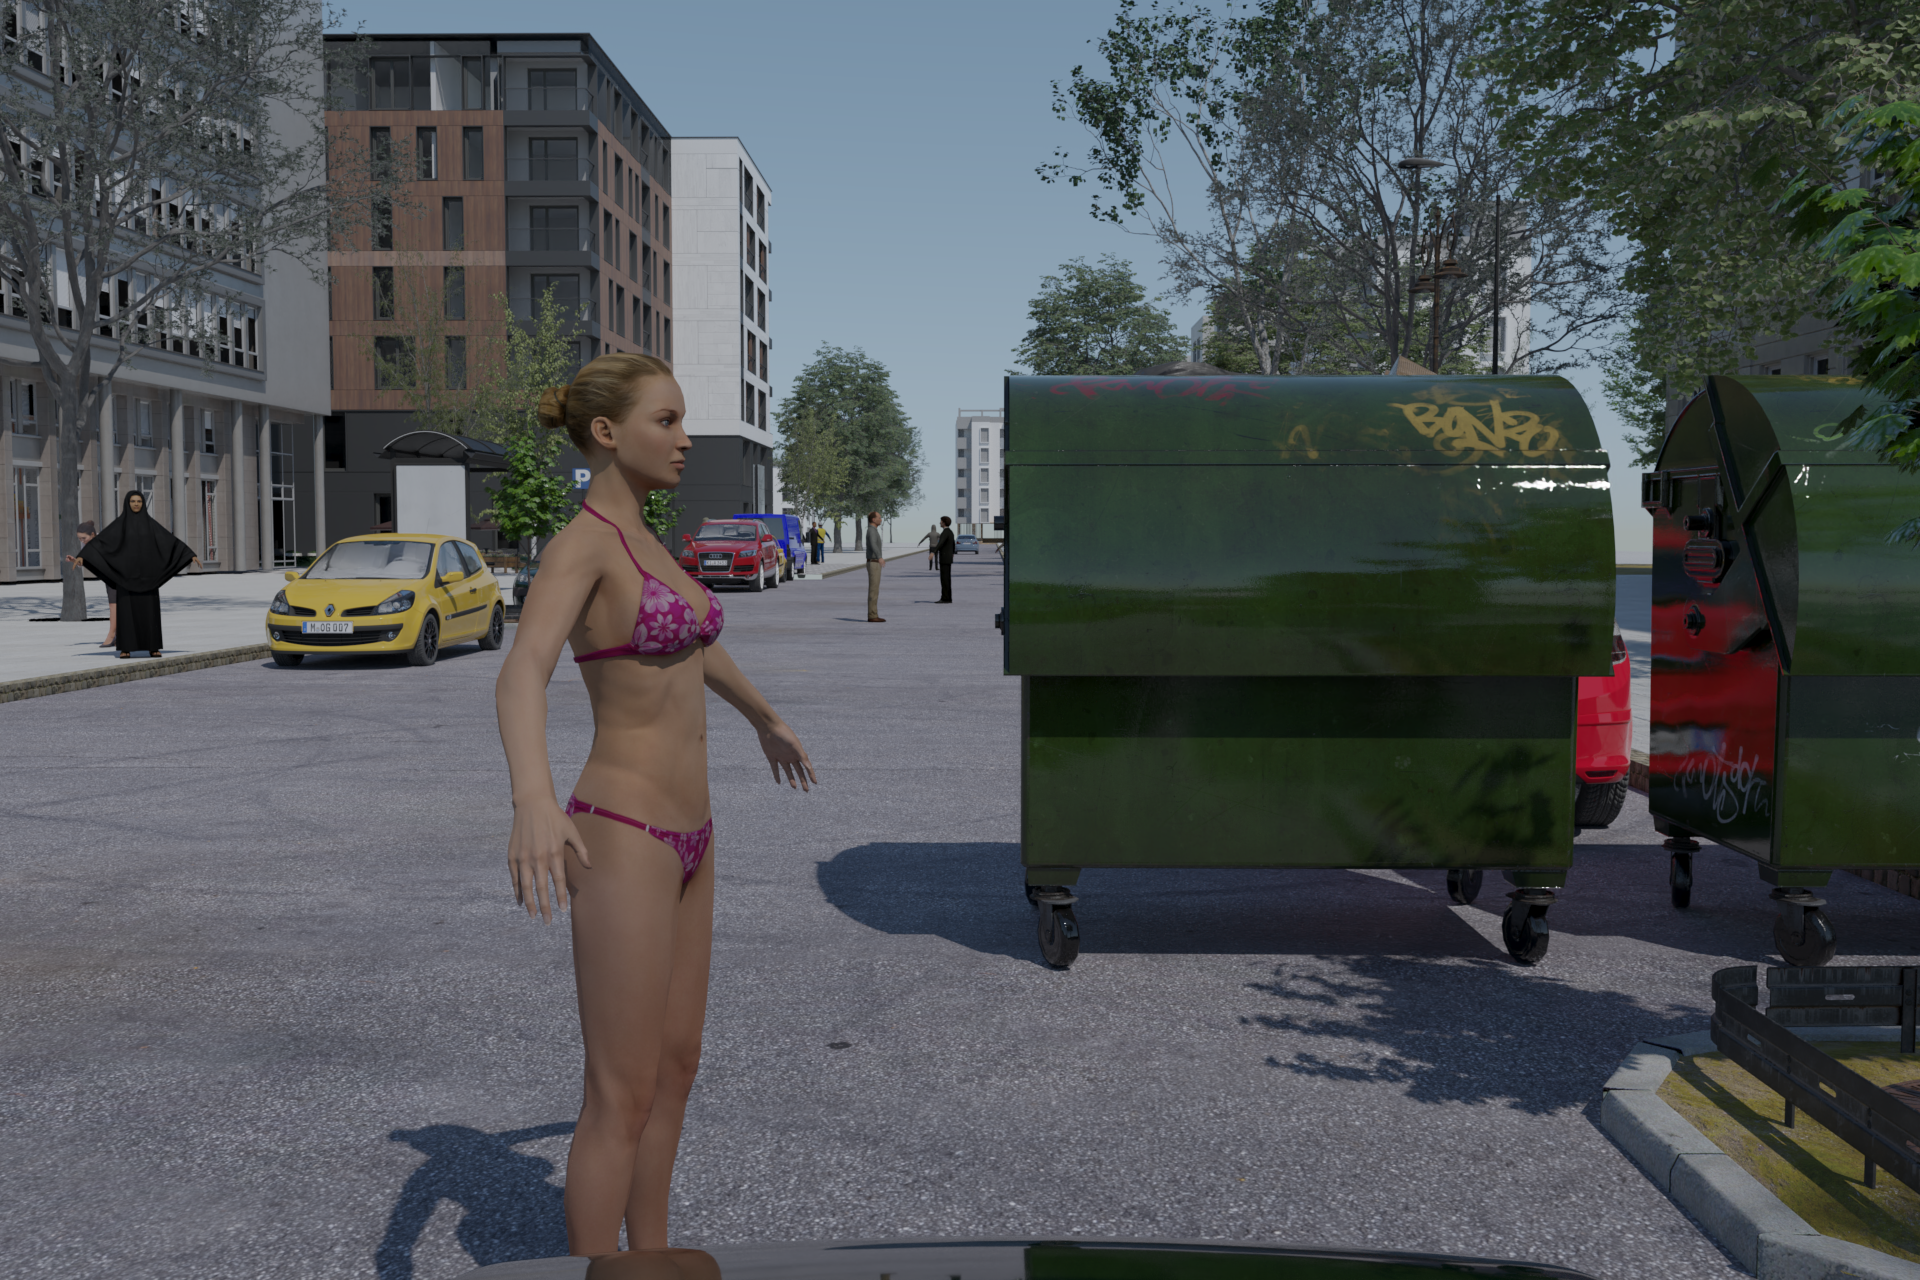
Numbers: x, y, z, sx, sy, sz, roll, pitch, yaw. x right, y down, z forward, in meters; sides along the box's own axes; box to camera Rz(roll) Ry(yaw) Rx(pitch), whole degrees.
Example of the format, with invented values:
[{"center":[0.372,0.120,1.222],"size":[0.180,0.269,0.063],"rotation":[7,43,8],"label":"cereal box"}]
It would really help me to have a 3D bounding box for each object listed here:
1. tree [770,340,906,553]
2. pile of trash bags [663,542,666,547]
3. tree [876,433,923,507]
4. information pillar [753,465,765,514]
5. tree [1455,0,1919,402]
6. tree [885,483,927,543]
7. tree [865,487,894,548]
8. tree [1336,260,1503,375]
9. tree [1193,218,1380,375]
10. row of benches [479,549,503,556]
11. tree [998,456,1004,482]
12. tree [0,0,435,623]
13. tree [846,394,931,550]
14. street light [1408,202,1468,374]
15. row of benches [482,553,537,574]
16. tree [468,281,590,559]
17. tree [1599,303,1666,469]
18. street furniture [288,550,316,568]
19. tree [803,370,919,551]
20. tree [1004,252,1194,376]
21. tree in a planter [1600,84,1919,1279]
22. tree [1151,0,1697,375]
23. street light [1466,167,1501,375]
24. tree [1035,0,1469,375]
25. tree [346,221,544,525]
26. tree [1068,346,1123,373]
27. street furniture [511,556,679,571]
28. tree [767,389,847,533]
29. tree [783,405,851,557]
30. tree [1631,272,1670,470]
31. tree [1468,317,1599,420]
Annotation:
[{"center":[-8.098,-12.774,115.515],"size":[9.857,13.997,8.962],"rotation":[0,3,0],"label":"tree"},{"center":[-9.892,-2.628,52.713],"size":[1.912,1.369,3.447],"rotation":[0,4,1],"label":"pile of trash bags"},{"center":[-7.400,-13.861,152.378],"size":[9.928,11.665,9.643],"rotation":[0,3,0],"label":"tree"},{"center":[-6.871,-4.158,59.294],"size":[0.184,3.620,1.656],"rotation":[0,4,1],"label":"information pillar"},{"center":[7.847,-5.919,14.900],"size":[7.486,12.596,7.792],"rotation":[0,3,0],"label":"tree"},{"center":[-9.960,-20.544,246.261],"size":[12.009,13.543,11.850],"rotation":[0,3,0],"label":"tree"},{"center":[-7.095,-12.823,160.011],"size":[4.360,8.622,3.978],"rotation":[0,3,0],"label":"tree"},{"center":[18.907,-9.438,72.438],"size":[7.486,12.596,7.792],"rotation":[0,3,0],"label":"tree"},{"center":[11.669,-8.860,62.990],"size":[7.486,12.596,7.792],"rotation":[0,3,0],"label":"tree"},{"center":[-20.354,-3.294,69.322],"size":[4.104,0.672,1.422],"rotation":[-2,4,-28],"label":"row of benches"},{"center":[8.553,-15.327,160.963],"size":[12.009,13.543,11.850],"rotation":[0,3,0],"label":"tree"},{"center":[-13.109,-7.026,25.253],"size":[12.009,13.543,11.850],"rotation":[0,3,0],"label":"tree"},{"center":[-7.437,-14.135,141.482],"size":[12.009,13.543,11.850],"rotation":[0,3,0],"label":"tree"},{"center":[6.732,-3.167,24.561],"size":[0.468,5.910,1.993],"rotation":[0,4,1],"label":"street light"},{"center":[-15.082,-2.534,56.902],"size":[4.104,0.672,1.422],"rotation":[2,4,24],"label":"row of benches"},{"center":[-12.589,-6.155,50.994],"size":[4.737,8.622,4.395],"rotation":[0,3,0],"label":"tree"},{"center":[29.003,-8.728,68.461],"size":[9.928,11.665,9.643],"rotation":[0,3,0],"label":"tree"},{"center":[-29.071,-3.160,67.288],"size":[10.072,0.657,5.734],"rotation":[-1,4,-15],"label":"street furniture"},{"center":[-7.685,-13.640,129.674],"size":[9.857,13.997,8.962],"rotation":[0,3,0],"label":"tree"},{"center":[6.857,-10.512,78.532],"size":[9.857,13.997,8.962],"rotation":[0,3,0],"label":"tree"},{"center":[2.535,-0.396,3.692],"size":[1.991,3.239,1.994],"rotation":[0,4,1],"label":"tree in a planter"},{"center":[8.910,-7.559,33.956],"size":[12.009,13.543,11.850],"rotation":[0,3,0],"label":"tree"},{"center":[7.191,-2.996,21.533],"size":[1.470,5.913,1.316],"rotation":[0,4,1],"label":"street light"},{"center":[8.535,-11.836,49.401],"size":[12.611,20.169,13.585],"rotation":[0,3,0],"label":"tree"},{"center":[-12.943,-5.589,41.742],"size":[4.360,8.622,3.978],"rotation":[0,3,0],"label":"tree"},{"center":[7.572,-10.439,96.434],"size":[9.928,11.665,9.643],"rotation":[0,3,0],"label":"tree"},{"center":[-12.859,-2.908,63.170],"size":[5.734,0.657,10.072],"rotation":[0,4,3],"label":"street furniture"},{"center":[-8.245,-8.455,88.606],"size":[4.360,8.622,3.978],"rotation":[0,3,0],"label":"tree"},{"center":[-7.959,-9.063,98.548],"size":[4.737,8.622,4.395],"rotation":[0,3,0],"label":"tree"},{"center":[26.305,-8.610,58.898],"size":[7.486,12.596,7.792],"rotation":[0,3,0],"label":"tree"},{"center":[18.729,-6.625,58.686],"size":[4.360,8.622,3.978],"rotation":[0,3,0],"label":"tree"}]
